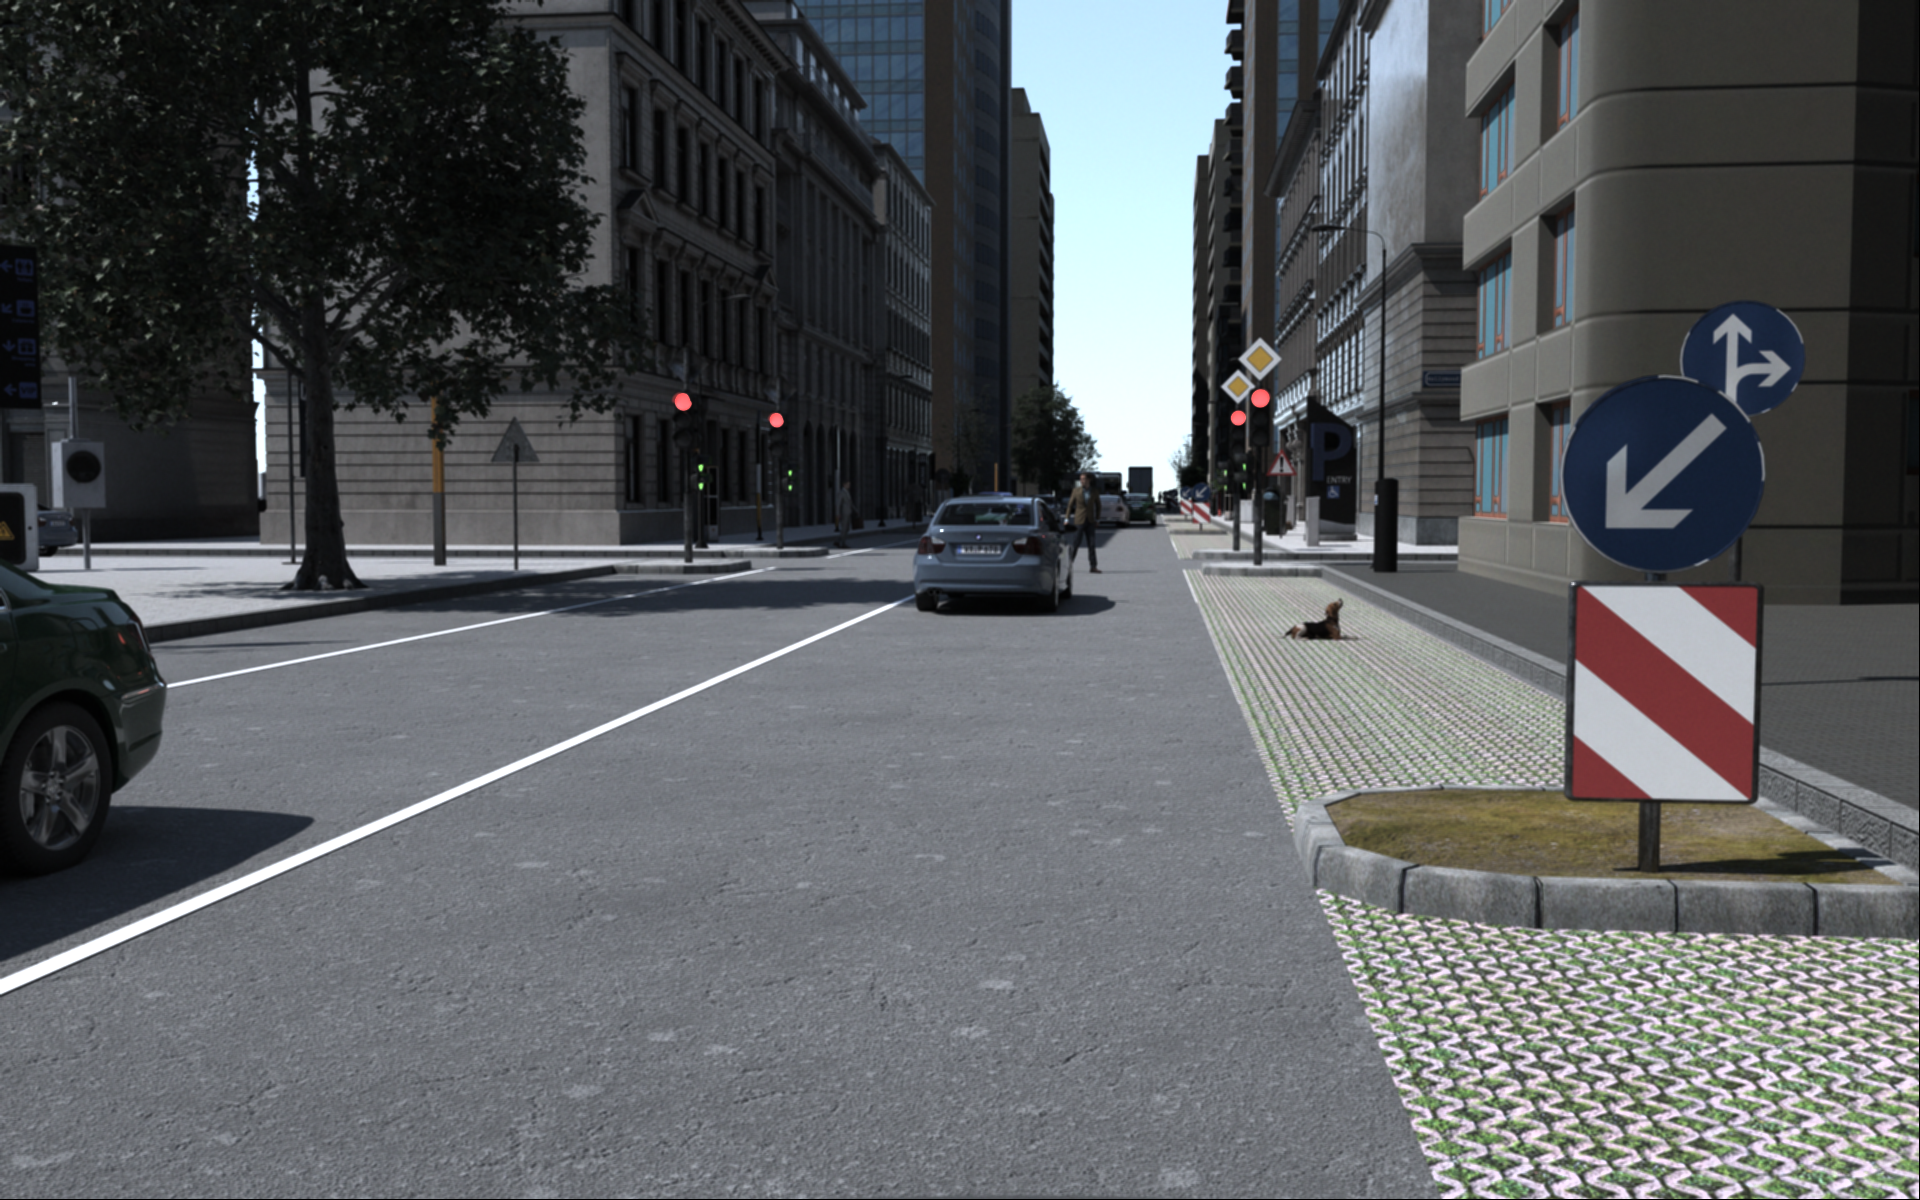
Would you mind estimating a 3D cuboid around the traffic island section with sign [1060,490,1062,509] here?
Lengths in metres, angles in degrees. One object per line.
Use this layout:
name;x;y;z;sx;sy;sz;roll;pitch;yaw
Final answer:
traffic island section with sign;9.841;-9.659;166.547;1.989;1.847;2.006;0;4;6

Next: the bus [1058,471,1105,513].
bus;9.611;-8.556;134.757;2.948;3.499;13.247;0;4;8

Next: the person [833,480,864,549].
person;-2.984;-2.248;45.378;0.853;1.813;0.709;1;4;19

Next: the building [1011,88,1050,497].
building;-0.300;-35.959;211.623;21.300;48.544;21.600;0;4;6

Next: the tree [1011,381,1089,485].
tree;9.422;-17.458;192.095;9.857;13.997;8.962;0;3;0

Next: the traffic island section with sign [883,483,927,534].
traffic island section with sign;-1.669;-3.327;63.022;1.989;1.847;2.006;0;4;6

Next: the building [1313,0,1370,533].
building;18.506;-13.063;62.730;9.793;20.994;18.267;0;4;6

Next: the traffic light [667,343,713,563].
traffic light;-5.052;-2.649;32.231;0.839;4.253;0.868;0;4;6

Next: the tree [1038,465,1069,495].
tree;12.128;-13.585;205.832;4.285;4.588;4.351;0;3;0

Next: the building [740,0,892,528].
building;-11.276;-14.211;74.154;13.314;21.916;24.055;0;4;6

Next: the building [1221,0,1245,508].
building;32.900;-29.796;141.785;22.147;44.769;28.867;0;4;6

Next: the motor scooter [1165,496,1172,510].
motor scooter;17.967;-8.327;148.930;0.815;1.314;1.986;1;4;8

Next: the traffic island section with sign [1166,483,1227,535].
traffic island section with sign;8.440;-3.235;61.524;1.989;1.847;2.006;0;4;6

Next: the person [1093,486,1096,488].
person;6.359;-4.439;81.165;0.778;1.811;0.616;2;4;30

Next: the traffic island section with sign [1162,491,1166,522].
traffic island section with sign;11.467;-4.899;88.726;1.989;1.847;2.006;0;4;6

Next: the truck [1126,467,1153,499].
truck;19.005;-11.860;182.822;2.839;4.237;11.283;0;4;5

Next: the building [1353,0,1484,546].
building;28.744;-13.853;45.587;34.723;24.649;14.460;0;4;6

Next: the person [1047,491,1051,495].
person;6.190;-6.674;119.091;0.593;1.643;0.415;2;4;34

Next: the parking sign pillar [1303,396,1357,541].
parking sign pillar;10.173;-3.608;47.467;1.447;3.967;1.447;0;4;-5

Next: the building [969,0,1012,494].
building;-7.313;-36.820;144.010;21.231;58.520;28.212;0;4;6

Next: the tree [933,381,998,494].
tree;0.573;-9.724;109.347;4.360;8.622;3.978;0;3;0

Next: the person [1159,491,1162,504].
person;27.787;-14.138;239.530;0.599;1.838;0.709;2;4;31

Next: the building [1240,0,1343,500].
building;27.053;-28.788;120.791;14.600;45.320;14.200;0;4;6

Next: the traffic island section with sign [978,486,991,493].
traffic island section with sign;1.302;-4.965;89.814;1.989;1.847;2.006;0;4;6

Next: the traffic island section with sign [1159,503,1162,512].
traffic island section with sign;16.897;-7.885;137.544;1.989;1.847;2.006;0;4;6

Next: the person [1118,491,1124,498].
person;14.569;-8.978;156.010;1.217;1.743;0.721;0;4;-1

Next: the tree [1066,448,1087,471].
tree;14.803;-17.171;231.110;4.737;8.622;4.395;0;3;0

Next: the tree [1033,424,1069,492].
tree;9.369;-14.105;180.977;4.360;8.622;3.978;0;3;0

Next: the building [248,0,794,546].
building;-12.135;-11.459;51.987;10.561;19.102;19.286;0;4;6

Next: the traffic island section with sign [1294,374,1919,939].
traffic island section with sign;2.319;0.126;6.567;1.989;1.847;2.006;0;4;6

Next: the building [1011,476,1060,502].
building;-1.463;-34.127;249.864;32.217;40.220;23.993;0;4;6

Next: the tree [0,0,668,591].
tree;-8.724;-6.487;23.078;9.611;12.733;9.660;0;3;0

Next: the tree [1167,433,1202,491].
tree;27.131;-15.713;207.261;4.360;8.622;3.978;0;3;0

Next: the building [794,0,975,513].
building;-6.551;-28.900;122.632;14.600;45.320;14.200;0;4;6

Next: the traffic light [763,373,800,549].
traffic light;-4.169;-3.134;40.167;0.839;4.253;0.868;0;4;6

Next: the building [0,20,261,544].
building;-31.135;-12.259;49.585;18.267;20.994;9.793;0;4;6

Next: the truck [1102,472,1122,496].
truck;19.871;-14.568;227.103;2.839;4.237;11.283;0;4;7

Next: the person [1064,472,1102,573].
person;2.226;-1.416;31.558;0.656;1.842;0.836;-3;5;-40

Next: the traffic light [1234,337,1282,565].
traffic light;5.347;-2.579;31.094;0.839;4.253;0.868;0;4;6

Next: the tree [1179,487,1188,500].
tree;32.983;-15.725;251.699;1.663;3.219;1.824;0;3;0

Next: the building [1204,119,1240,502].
building;41.515;-36.025;212.706;21.300;48.544;21.600;0;4;6

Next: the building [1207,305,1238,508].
building;38.964;-19.954;171.288;27.650;21.520;28.899;0;4;6

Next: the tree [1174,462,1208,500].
tree;23.312;-11.690;174.842;4.285;4.588;4.351;0;3;0

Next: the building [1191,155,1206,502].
building;42.421;-37.345;234.298;21.300;48.544;21.600;0;4;6

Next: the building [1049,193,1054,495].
building;5.032;-33.386;229.454;14.154;41.232;14.086;0;4;6

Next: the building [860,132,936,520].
building;-7.278;-15.052;95.247;9.793;20.994;18.267;0;4;6

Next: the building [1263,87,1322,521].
building;21.499;-14.750;92.071;10.553;20.767;40.483;0;4;6

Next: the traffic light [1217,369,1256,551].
traffic light;6.230;-3.065;39.030;0.839;4.253;0.868;0;4;6

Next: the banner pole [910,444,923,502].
banner pole;-2.349;-5.939;87.116;0.401;3.779;0.863;-2;4;-27

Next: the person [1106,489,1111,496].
person;10.924;-7.213;126.296;0.599;1.838;0.709;3;5;40

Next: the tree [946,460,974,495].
tree;0.047;-6.377;98.861;1.663;3.219;1.824;0;3;0

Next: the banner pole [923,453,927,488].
banner pole;-2.146;-6.303;93.079;0.863;3.779;0.401;-1;4;-19

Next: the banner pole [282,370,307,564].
banner pole;-12.048;-2.555;31.796;0.863;3.779;0.401;-3;4;-39

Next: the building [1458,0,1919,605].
building;20.525;-10.251;12.649;27.650;21.520;28.899;0;4;6

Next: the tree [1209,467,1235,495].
tree;16.673;-7.000;109.043;1.663;3.219;1.824;0;3;0

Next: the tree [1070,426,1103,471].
tree;17.957;-20.850;266.656;9.928;11.665;9.643;0;3;0

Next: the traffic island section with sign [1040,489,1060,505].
traffic island section with sign;6.796;-7.979;139.088;1.989;1.847;2.006;0;4;6
